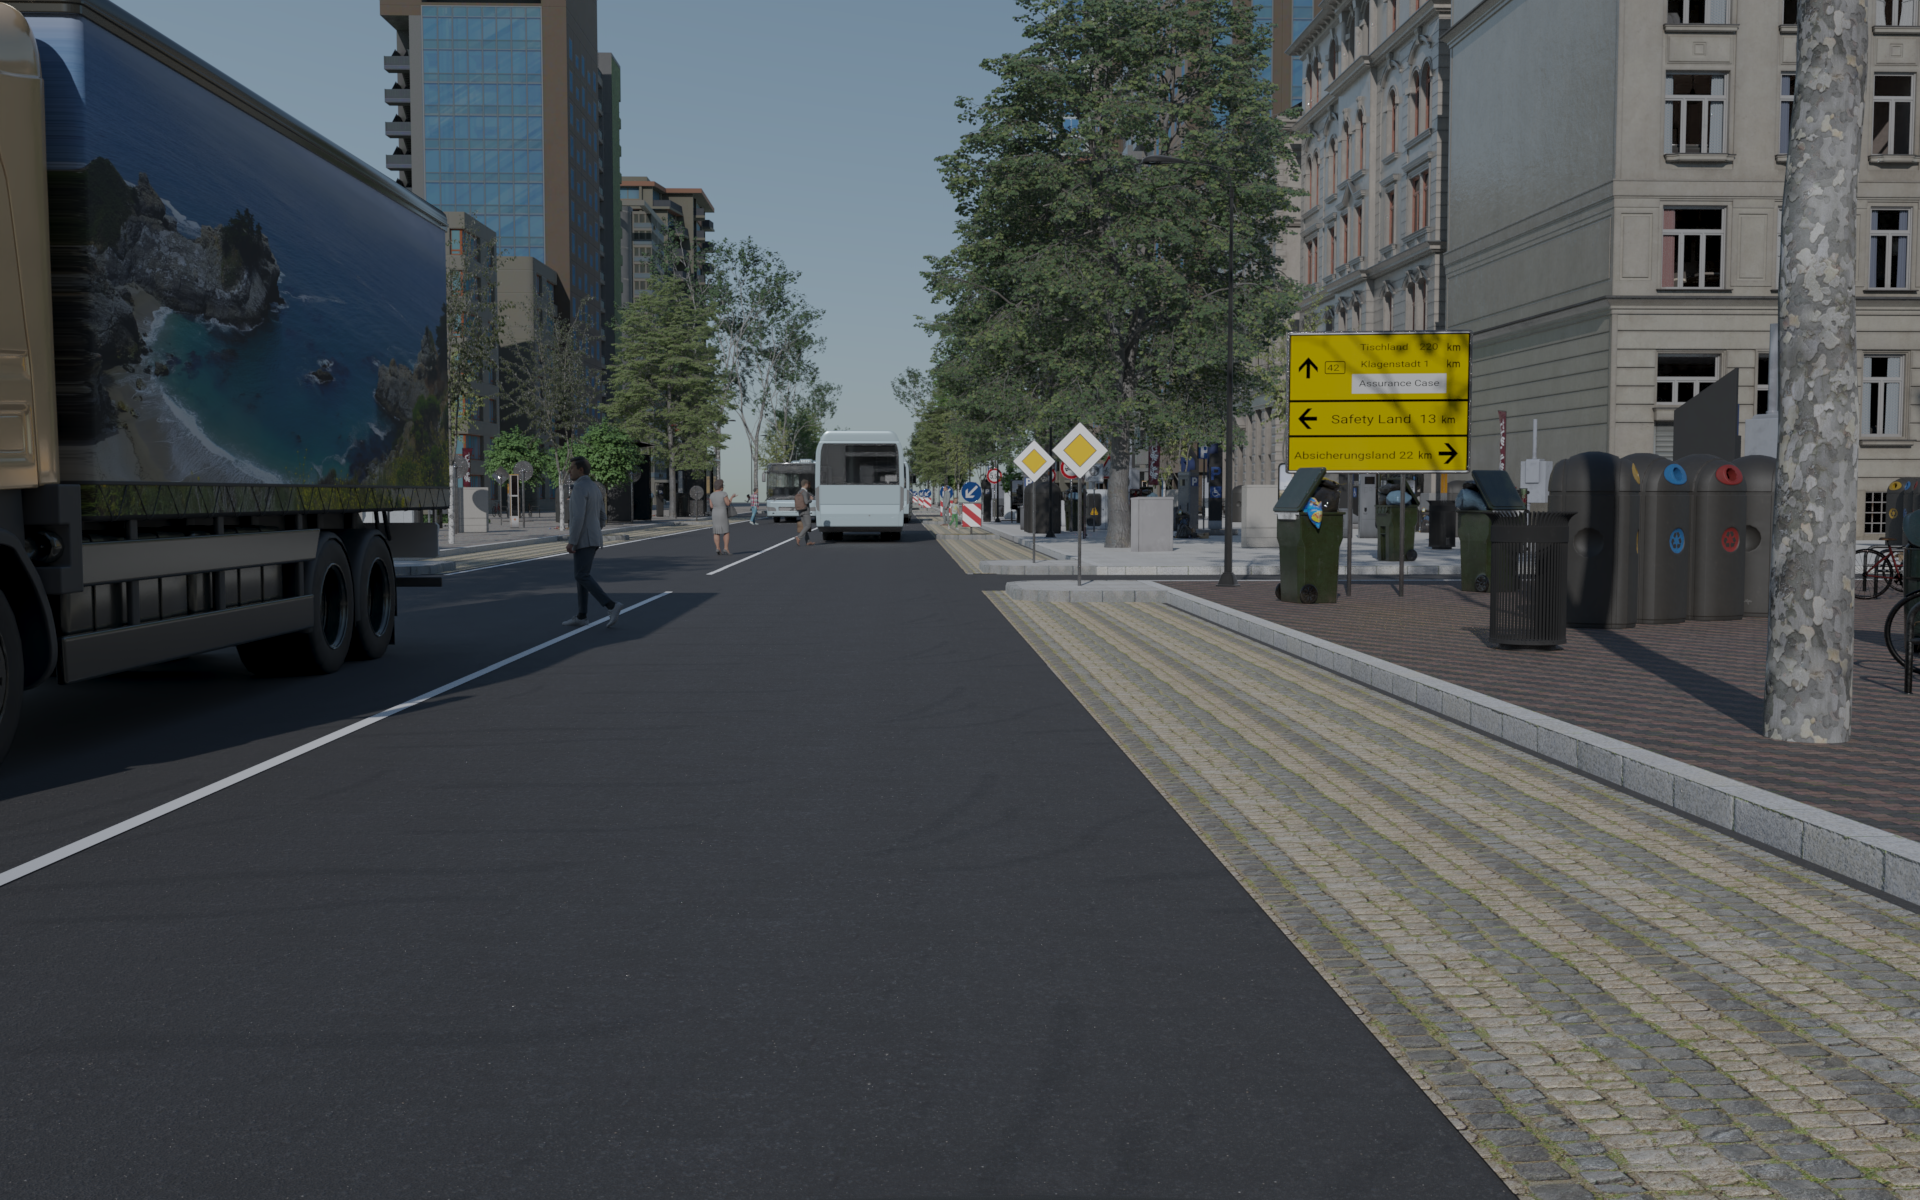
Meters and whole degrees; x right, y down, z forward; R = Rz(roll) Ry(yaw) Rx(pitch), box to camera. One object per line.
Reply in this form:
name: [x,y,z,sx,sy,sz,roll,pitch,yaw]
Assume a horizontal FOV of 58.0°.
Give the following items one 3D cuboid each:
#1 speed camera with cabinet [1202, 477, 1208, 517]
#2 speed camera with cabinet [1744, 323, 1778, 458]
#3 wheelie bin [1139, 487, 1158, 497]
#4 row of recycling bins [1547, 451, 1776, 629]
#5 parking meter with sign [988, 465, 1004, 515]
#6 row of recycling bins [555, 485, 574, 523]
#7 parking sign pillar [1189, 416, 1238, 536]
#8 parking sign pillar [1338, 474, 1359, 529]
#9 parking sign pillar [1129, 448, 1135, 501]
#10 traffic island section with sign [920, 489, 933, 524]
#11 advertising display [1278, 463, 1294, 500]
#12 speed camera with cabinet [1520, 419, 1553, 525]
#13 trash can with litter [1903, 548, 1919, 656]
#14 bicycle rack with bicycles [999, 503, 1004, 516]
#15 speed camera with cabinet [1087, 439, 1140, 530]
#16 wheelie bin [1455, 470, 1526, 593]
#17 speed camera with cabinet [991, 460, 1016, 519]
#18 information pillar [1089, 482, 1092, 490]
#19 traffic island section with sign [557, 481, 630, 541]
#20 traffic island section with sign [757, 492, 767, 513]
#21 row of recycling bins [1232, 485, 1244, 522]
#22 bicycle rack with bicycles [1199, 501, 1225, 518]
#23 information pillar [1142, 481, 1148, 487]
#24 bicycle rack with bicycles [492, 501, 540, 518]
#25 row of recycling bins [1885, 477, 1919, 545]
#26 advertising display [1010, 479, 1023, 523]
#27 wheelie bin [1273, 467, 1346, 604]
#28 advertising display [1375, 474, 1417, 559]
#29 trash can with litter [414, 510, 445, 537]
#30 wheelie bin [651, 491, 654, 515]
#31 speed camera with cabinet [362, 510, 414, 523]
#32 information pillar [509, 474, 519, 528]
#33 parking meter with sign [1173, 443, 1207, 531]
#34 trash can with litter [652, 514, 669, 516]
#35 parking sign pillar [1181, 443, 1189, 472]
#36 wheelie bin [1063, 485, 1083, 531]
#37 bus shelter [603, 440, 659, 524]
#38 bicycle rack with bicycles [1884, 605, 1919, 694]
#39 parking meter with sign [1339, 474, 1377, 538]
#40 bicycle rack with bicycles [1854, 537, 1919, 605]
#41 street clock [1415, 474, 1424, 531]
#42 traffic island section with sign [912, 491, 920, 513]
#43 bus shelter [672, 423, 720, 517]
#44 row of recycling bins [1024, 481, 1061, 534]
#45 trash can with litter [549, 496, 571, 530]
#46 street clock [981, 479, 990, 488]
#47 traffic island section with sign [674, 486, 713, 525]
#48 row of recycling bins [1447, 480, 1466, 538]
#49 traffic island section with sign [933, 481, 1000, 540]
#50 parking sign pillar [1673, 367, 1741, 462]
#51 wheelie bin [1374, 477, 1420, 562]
speed camera with cabinet: [13.962,-6.293,97.221,0.660,3.252,2.038,1,4,13]
speed camera with cabinet: [8.890,-1.553,19.735,2.038,3.252,0.660,-2,4,-23]
wheelie bin: [7.779,-3.946,72.432,0.980,1.594,0.693,0,4,5]
row of recycling bins: [7.234,-0.641,17.590,3.534,1.692,1.069,-2,4,-33]
parking meter with sign: [2.373,-6.603,104.216,0.543,3.016,1.738,2,4,35]
row of recycling bins: [-17.522,-4.310,77.587,1.069,1.692,3.534,-1,4,-21]
parking sign pillar: [7.980,-4.015,54.115,1.447,3.967,1.447,0,4,7]
parking sign pillar: [14.498,-4.646,64.427,1.447,3.967,1.447,2,4,31]
parking sign pillar: [8.954,-6.527,95.182,1.447,3.967,1.447,0,4,0]
traffic island section with sign: [-0.767,-4.489,82.017,1.989,1.847,2.006,0,4,-2]
advertising display: [6.950,-1.847,35.407,0.974,1.923,0.123,3,5,40]
speed camera with cabinet: [15.825,-3.129,45.493,2.038,3.252,0.660,3,4,38]
trash can with litter: [7.869,-0.145,13.766,0.624,1.170,1.055,1,4,20]
bicycle rack with bicycles: [3.383,-5.377,101.288,2.925,0.926,2.852,0,4,-8]
speed camera with cabinet: [5.447,-4.153,62.239,2.038,3.252,0.660,3,5,39]
wheelie bin: [6.934,-0.910,22.791,0.980,1.594,0.693,-2,4,-30]
speed camera with cabinet: [2.402,-5.792,89.042,2.038,3.252,0.660,3,4,39]
information pillar: [5.894,-5.287,77.804,0.183,3.616,0.504,-1,4,-12]
traffic island section with sign: [-11.315,-2.753,53.636,1.989,1.847,2.006,0,4,-2]
traffic island section with sign: [-14.107,-7.393,129.507,1.989,1.847,2.006,0,4,-2]
row of recycling bins: [13.883,-4.422,79.419,3.534,1.692,1.069,-2,4,-33]
bicycle rack with bicycles: [13.855,-4.924,93.894,2.852,0.926,2.925,0,4,-6]
information pillar: [10.417,-5.677,97.304,0.304,2.012,0.304,2,4,28]
bicycle rack with bicycles: [-24.376,-5.022,95.494,2.852,0.926,2.925,-2,4,-27]
row of recycling bins: [22.457,-2.028,40.264,1.069,1.692,3.534,1,4,14]
advertising display: [2.679,-4.370,76.661,0.974,1.923,0.123,-2,4,-26]
wheelie bin: [4.141,-0.772,20.524,0.693,1.594,0.980,-1,4,-18]
advertising display: [8.610,-1.774,34.212,0.974,1.923,0.123,-2,4,-29]
trash can with litter: [-16.392,-2.542,52.625,1.678,1.210,2.233,-2,4,-23]
wheelie bin: [-16.193,-4.976,89.268,0.980,1.594,0.693,-3,4,-38]
speed camera with cabinet: [-13.188,-2.690,38.324,2.038,3.252,0.660,-3,5,-41]
information pillar: [-16.682,-3.688,64.793,0.304,2.012,0.304,-2,4,-23]
parking meter with sign: [7.859,-3.868,59.502,0.543,3.016,1.738,-2,4,-31]
trash can with litter: [-18.029,-5.494,100.890,2.233,1.210,1.678,-1,4,-19]
parking sign pillar: [11.932,-6.208,89.980,1.447,3.967,1.447,-1,4,-19]
wheelie bin: [3.969,-3.176,59.844,0.693,1.594,0.980,-1,4,-19]
bus shelter: [-14.923,-5.336,78.525,1.731,3.624,6.357,0,4,-2]
bicycle rack with bicycles: [7.336,0.141,11.077,2.852,0.926,2.925,-2,4,-33]
parking meter with sign: [11.898,-3.297,50.172,1.738,3.016,0.543,0,4,5]
bicycle rack with bicycles: [12.465,-0.494,21.459,2.925,0.926,2.852,2,4,25]
street clock: [15.997,-3.434,60.720,0.358,2.002,0.471,-3,5,-44]
traffic island section with sign: [-2.617,-7.542,131.943,1.989,1.847,2.006,0,4,-2]
bus shelter: [-15.444,-7.518,100.545,2.179,5.291,8.768,0,4,-2]
row of recycling bins: [2.680,-3.081,57.485,1.069,1.692,3.534,0,4,-5]
trash can with litter: [-14.242,-3.197,63.322,1.678,1.210,2.233,-2,4,-30]
street clock: [1.269,-4.971,85.850,0.358,2.002,0.471,3,5,43]
traffic island section with sign: [-12.325,-4.439,81.202,1.989,1.847,2.006,0,4,-2]
row of recycling bins: [15.299,-2.780,52.571,1.069,1.692,3.534,1,4,23]
traffic island section with sign: [0.226,-2.839,55.048,1.989,1.847,2.006,0,4,-2]
parking sign pillar: [16.125,-2.993,37.414,1.447,3.967,1.447,3,5,42]
wheelie bin: [8.341,-1.540,33.091,0.693,1.594,0.980,-1,4,-16]
